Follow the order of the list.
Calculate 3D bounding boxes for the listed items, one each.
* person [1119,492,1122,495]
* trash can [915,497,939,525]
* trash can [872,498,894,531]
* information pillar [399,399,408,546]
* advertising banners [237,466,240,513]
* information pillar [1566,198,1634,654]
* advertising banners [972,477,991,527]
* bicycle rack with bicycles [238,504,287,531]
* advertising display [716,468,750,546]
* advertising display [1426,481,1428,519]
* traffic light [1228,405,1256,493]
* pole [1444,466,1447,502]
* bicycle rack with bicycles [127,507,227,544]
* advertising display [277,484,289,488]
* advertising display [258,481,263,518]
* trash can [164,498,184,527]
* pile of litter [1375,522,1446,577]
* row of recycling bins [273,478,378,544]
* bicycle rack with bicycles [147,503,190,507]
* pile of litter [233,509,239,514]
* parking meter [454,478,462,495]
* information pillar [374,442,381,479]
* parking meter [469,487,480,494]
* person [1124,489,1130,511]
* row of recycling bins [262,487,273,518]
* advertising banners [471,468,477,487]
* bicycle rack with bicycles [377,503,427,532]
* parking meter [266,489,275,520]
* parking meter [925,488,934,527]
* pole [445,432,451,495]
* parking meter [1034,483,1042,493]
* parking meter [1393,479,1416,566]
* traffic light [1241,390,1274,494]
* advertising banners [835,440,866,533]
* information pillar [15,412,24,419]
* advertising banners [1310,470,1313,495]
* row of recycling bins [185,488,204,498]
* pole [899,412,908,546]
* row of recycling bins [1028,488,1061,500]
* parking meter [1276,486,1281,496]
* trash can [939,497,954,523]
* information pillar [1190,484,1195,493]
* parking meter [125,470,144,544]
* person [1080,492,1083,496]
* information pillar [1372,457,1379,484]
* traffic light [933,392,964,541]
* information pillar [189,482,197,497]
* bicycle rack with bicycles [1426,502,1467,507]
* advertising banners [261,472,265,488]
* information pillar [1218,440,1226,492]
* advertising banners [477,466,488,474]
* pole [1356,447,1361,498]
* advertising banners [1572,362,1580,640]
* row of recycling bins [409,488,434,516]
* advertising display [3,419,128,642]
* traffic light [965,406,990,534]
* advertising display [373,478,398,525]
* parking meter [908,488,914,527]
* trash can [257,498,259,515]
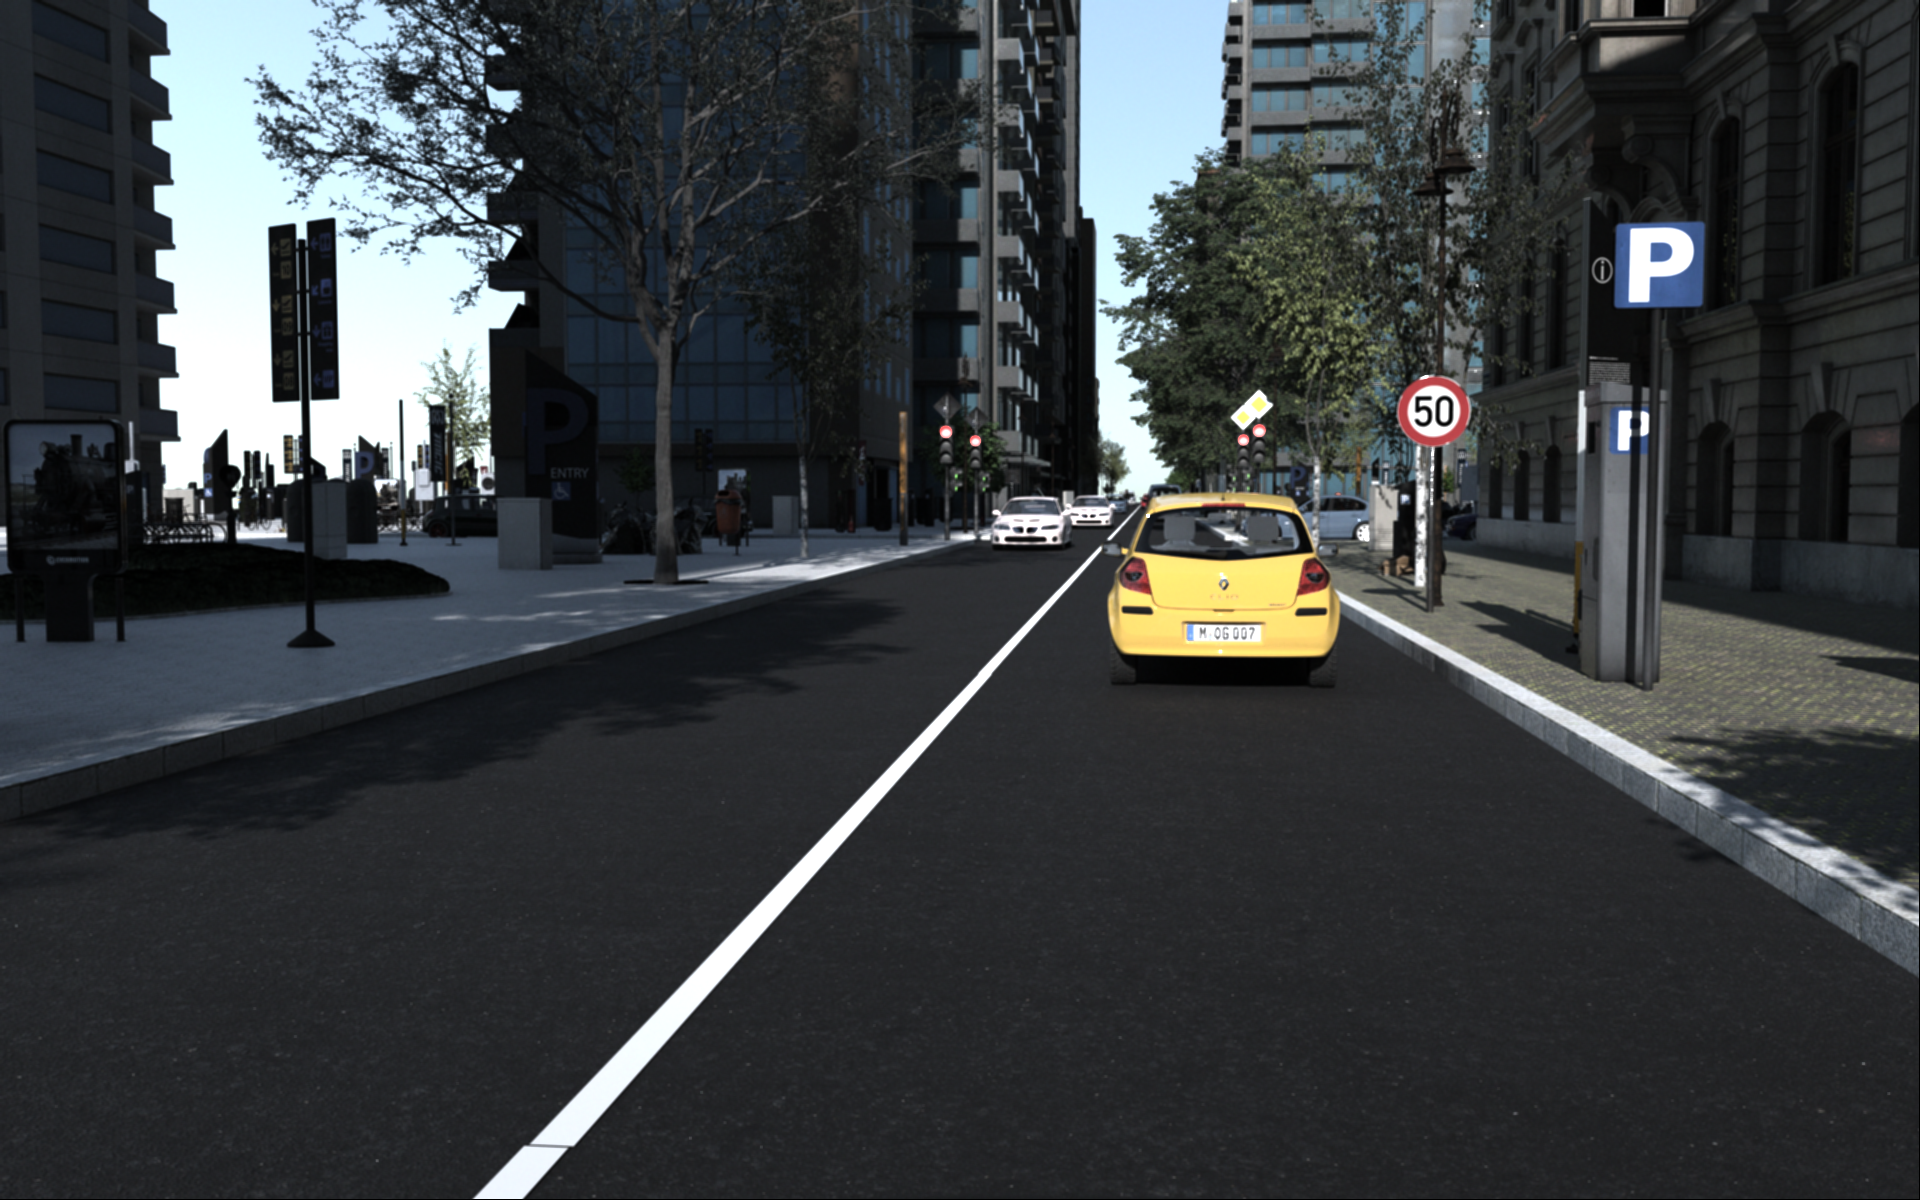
[{"bbox_3d":[22.561,-14.256,242.298,0.721,1.736,1.217,3,4,39],"label":"person"},{"bbox_3d":[-1.526,-3.749,72.951,0.748,1.137,0.748,0,3,0],"label":"trash can"},{"bbox_3d":[-2.667,-2.956,59.989,0.748,1.137,0.748,0,3,0],"label":"trash can"},{"bbox_3d":[-13.887,-3.166,43.120,0.183,3.616,0.504,-1,4,-19],"label":"information pillar"},{"bbox_3d":[-45.038,-6.855,108.264,0.090,3.025,2.074,-1,4,-15],"label":"advertising banners"},{"bbox_3d":[5.168,-1.380,13.913,0.504,3.616,0.183,-1,4,-22],"label":"information pillar"},{"bbox_3d":[0.877,-4.401,68.145,0.090,3.025,2.074,-1,4,-20],"label":"advertising banners"},{"bbox_3d":[-24.360,-2.967,61.894,2.852,0.926,2.925,0,4,-1],"label":"bicycle rack with bicycles"},{"bbox_3d":[-5.586,-2.293,42.706,0.974,1.923,0.123,2,4,32],"label":"advertising display"},{"bbox_3d":[23.797,-5.035,87.528,0.974,1.923,0.123,3,5,44],"label":"advertising display"},{"bbox_3d":[8.903,-4.021,54.664,0.839,4.253,0.868,0,4,6],"label":"traffic light"},{"bbox_3d":[34.765,-7.963,124.032,0.158,3.312,0.155,0,3,0],"label":"pole"},{"bbox_3d":[-18.090,-1.573,39.096,2.925,0.926,2.852,-2,4,-25],"label":"bicycle rack with bicycles"},{"bbox_3d":[-42.716,-6.386,109.622,0.974,1.923,0.123,0,4,-4],"label":"advertising display"},{"bbox_3d":[-34.996,-4.982,86.674,0.123,1.923,0.974,-1,4,-19],"label":"advertising display"},{"bbox_3d":[-29.793,-3.304,65.678,0.748,1.137,0.748,0,3,0],"label":"trash can"},{"bbox_3d":[7.165,-0.839,27.680,1.719,0.858,1.176,-3,5,-45],"label":"pile of litter"},{"bbox_3d":[-16.633,-2.364,45.762,3.534,1.692,1.069,3,4,39],"label":"row of recycling bins"},{"bbox_3d":[-27.280,-2.794,59.059,2.852,0.926,2.925,2,4,26],"label":"bicycle rack with bicycles"},{"bbox_3d":[-47.244,-6.079,113.358,1.176,0.858,1.719,0,4,1],"label":"pile of litter"},{"bbox_3d":[-17.992,-3.432,61.830,0.399,1.863,0.255,-3,5,-42],"label":"parking meter"},{"bbox_3d":[-25.916,-5.242,77.067,0.183,3.616,0.504,0,4,5],"label":"information pillar"},{"bbox_3d":[-17.062,-3.209,60.877,0.372,1.533,0.369,0,3,0],"label":"parking meter"},{"bbox_3d":[13.838,-8.285,143.982,0.705,1.821,1.348,2,4,35],"label":"person"},{"bbox_3d":[-37.984,-5.456,96.311,1.069,1.692,3.534,0,4,-6],"label":"row of recycling bins"},{"bbox_3d":[-33.372,-7.346,116.294,2.074,3.025,0.090,-1,4,-12],"label":"advertising banners"},{"bbox_3d":[-19.324,-2.796,59.091,2.925,0.926,2.852,0,4,5],"label":"bicycle rack with bicycles"},{"bbox_3d":[-33.836,-4.683,84.975,0.372,1.533,0.369,0,3,0],"label":"parking meter"},{"bbox_3d":[-1.206,-3.672,68.450,0.372,1.533,0.369,0,3,0],"label":"parking meter"},{"bbox_3d":[-16.808,-3.869,57.098,0.158,3.312,0.155,0,3,0],"label":"pole"},{"bbox_3d":[4.162,-5.336,92.951,0.399,1.863,0.255,2,4,28],"label":"parking meter"},{"bbox_3d":[7.685,-1.317,29.952,0.372,1.533,0.369,0,3,0],"label":"parking meter"},{"bbox_3d":[8.028,-3.536,46.727,0.839,4.253,0.868,0,4,6],"label":"traffic light"},{"bbox_3d":[-3.593,-3.722,57.048,0.090,3.025,2.074,-2,4,-32],"label":"advertising banners"},{"bbox_3d":[-26.685,-3.551,49.407,0.504,3.616,0.183,1,4,16],"label":"information pillar"},{"bbox_3d":[25.295,-7.808,123.848,0.090,3.025,2.074,0,4,-3],"label":"advertising banners"},{"bbox_3d":[-54.399,-7.126,123.625,1.069,1.692,3.534,0,4,4],"label":"row of recycling bins"},{"bbox_3d":[-1.401,-3.009,43.044,0.158,3.312,0.155,0,3,0],"label":"pole"},{"bbox_3d":[5.251,-6.862,119.307,3.534,1.692,1.069,1,4,19],"label":"row of recycling bins"},{"bbox_3d":[21.403,-6.781,116.579,0.399,1.863,0.255,-1,4,-13],"label":"parking meter"},{"bbox_3d":[-0.634,-4.072,78.228,0.748,1.137,0.748,0,3,0],"label":"trash can"},{"bbox_3d":[16.297,-7.144,121.289,0.304,2.012,0.304,1,4,11],"label":"information pillar"},{"bbox_3d":[-20.371,-2.261,42.673,0.399,1.863,0.255,0,4,8],"label":"parking meter"},{"bbox_3d":[14.456,-12.211,208.878,1.217,1.736,0.721,0,4,7],"label":"person"},{"bbox_3d":[26.145,-7.193,108.961,0.504,3.616,0.183,3,5,43],"label":"information pillar"},{"bbox_3d":[-0.334,-3.591,47.630,0.839,4.253,0.868,0,4,6],"label":"traffic light"},{"bbox_3d":[-46.594,-6.165,105.290,0.304,2.012,0.304,1,4,17],"label":"information pillar"},{"bbox_3d":[21.575,-3.837,76.117,2.852,0.926,2.925,2,4,28],"label":"bicycle rack with bicycles"},{"bbox_3d":[-53.720,-8.454,134.415,2.074,3.025,0.090,3,5,42],"label":"advertising banners"},{"bbox_3d":[11.252,-5.084,74.486,0.183,3.616,0.504,3,5,40],"label":"information pillar"},{"bbox_3d":[-28.832,-6.815,107.617,2.074,3.025,0.090,1,4,9],"label":"advertising banners"},{"bbox_3d":[17.128,-4.932,74.475,0.158,3.312,0.155,0,3,0],"label":"pole"},{"bbox_3d":[5.596,-1.189,15.623,0.090,3.025,2.074,1,4,20],"label":"advertising banners"},{"bbox_3d":[-31.419,-5.750,101.128,1.069,1.692,3.534,-2,4,-31],"label":"row of recycling bins"},{"bbox_3d":[-7.748,-0.600,15.027,0.974,1.923,0.123,0,4,-3],"label":"advertising display"},{"bbox_3d":[0.541,-4.076,55.567,0.839,4.253,0.868,0,4,6],"label":"traffic light"},{"bbox_3d":[-23.732,-4.061,71.603,0.974,1.923,0.123,-2,4,-28],"label":"advertising display"},{"bbox_3d":[-1.994,-3.681,68.598,0.372,1.533,0.369,0,3,0],"label":"parking meter"},{"bbox_3d":[-42.080,-5.638,103.829,0.748,1.137,0.748,0,3,0],"label":"trash can"}]
